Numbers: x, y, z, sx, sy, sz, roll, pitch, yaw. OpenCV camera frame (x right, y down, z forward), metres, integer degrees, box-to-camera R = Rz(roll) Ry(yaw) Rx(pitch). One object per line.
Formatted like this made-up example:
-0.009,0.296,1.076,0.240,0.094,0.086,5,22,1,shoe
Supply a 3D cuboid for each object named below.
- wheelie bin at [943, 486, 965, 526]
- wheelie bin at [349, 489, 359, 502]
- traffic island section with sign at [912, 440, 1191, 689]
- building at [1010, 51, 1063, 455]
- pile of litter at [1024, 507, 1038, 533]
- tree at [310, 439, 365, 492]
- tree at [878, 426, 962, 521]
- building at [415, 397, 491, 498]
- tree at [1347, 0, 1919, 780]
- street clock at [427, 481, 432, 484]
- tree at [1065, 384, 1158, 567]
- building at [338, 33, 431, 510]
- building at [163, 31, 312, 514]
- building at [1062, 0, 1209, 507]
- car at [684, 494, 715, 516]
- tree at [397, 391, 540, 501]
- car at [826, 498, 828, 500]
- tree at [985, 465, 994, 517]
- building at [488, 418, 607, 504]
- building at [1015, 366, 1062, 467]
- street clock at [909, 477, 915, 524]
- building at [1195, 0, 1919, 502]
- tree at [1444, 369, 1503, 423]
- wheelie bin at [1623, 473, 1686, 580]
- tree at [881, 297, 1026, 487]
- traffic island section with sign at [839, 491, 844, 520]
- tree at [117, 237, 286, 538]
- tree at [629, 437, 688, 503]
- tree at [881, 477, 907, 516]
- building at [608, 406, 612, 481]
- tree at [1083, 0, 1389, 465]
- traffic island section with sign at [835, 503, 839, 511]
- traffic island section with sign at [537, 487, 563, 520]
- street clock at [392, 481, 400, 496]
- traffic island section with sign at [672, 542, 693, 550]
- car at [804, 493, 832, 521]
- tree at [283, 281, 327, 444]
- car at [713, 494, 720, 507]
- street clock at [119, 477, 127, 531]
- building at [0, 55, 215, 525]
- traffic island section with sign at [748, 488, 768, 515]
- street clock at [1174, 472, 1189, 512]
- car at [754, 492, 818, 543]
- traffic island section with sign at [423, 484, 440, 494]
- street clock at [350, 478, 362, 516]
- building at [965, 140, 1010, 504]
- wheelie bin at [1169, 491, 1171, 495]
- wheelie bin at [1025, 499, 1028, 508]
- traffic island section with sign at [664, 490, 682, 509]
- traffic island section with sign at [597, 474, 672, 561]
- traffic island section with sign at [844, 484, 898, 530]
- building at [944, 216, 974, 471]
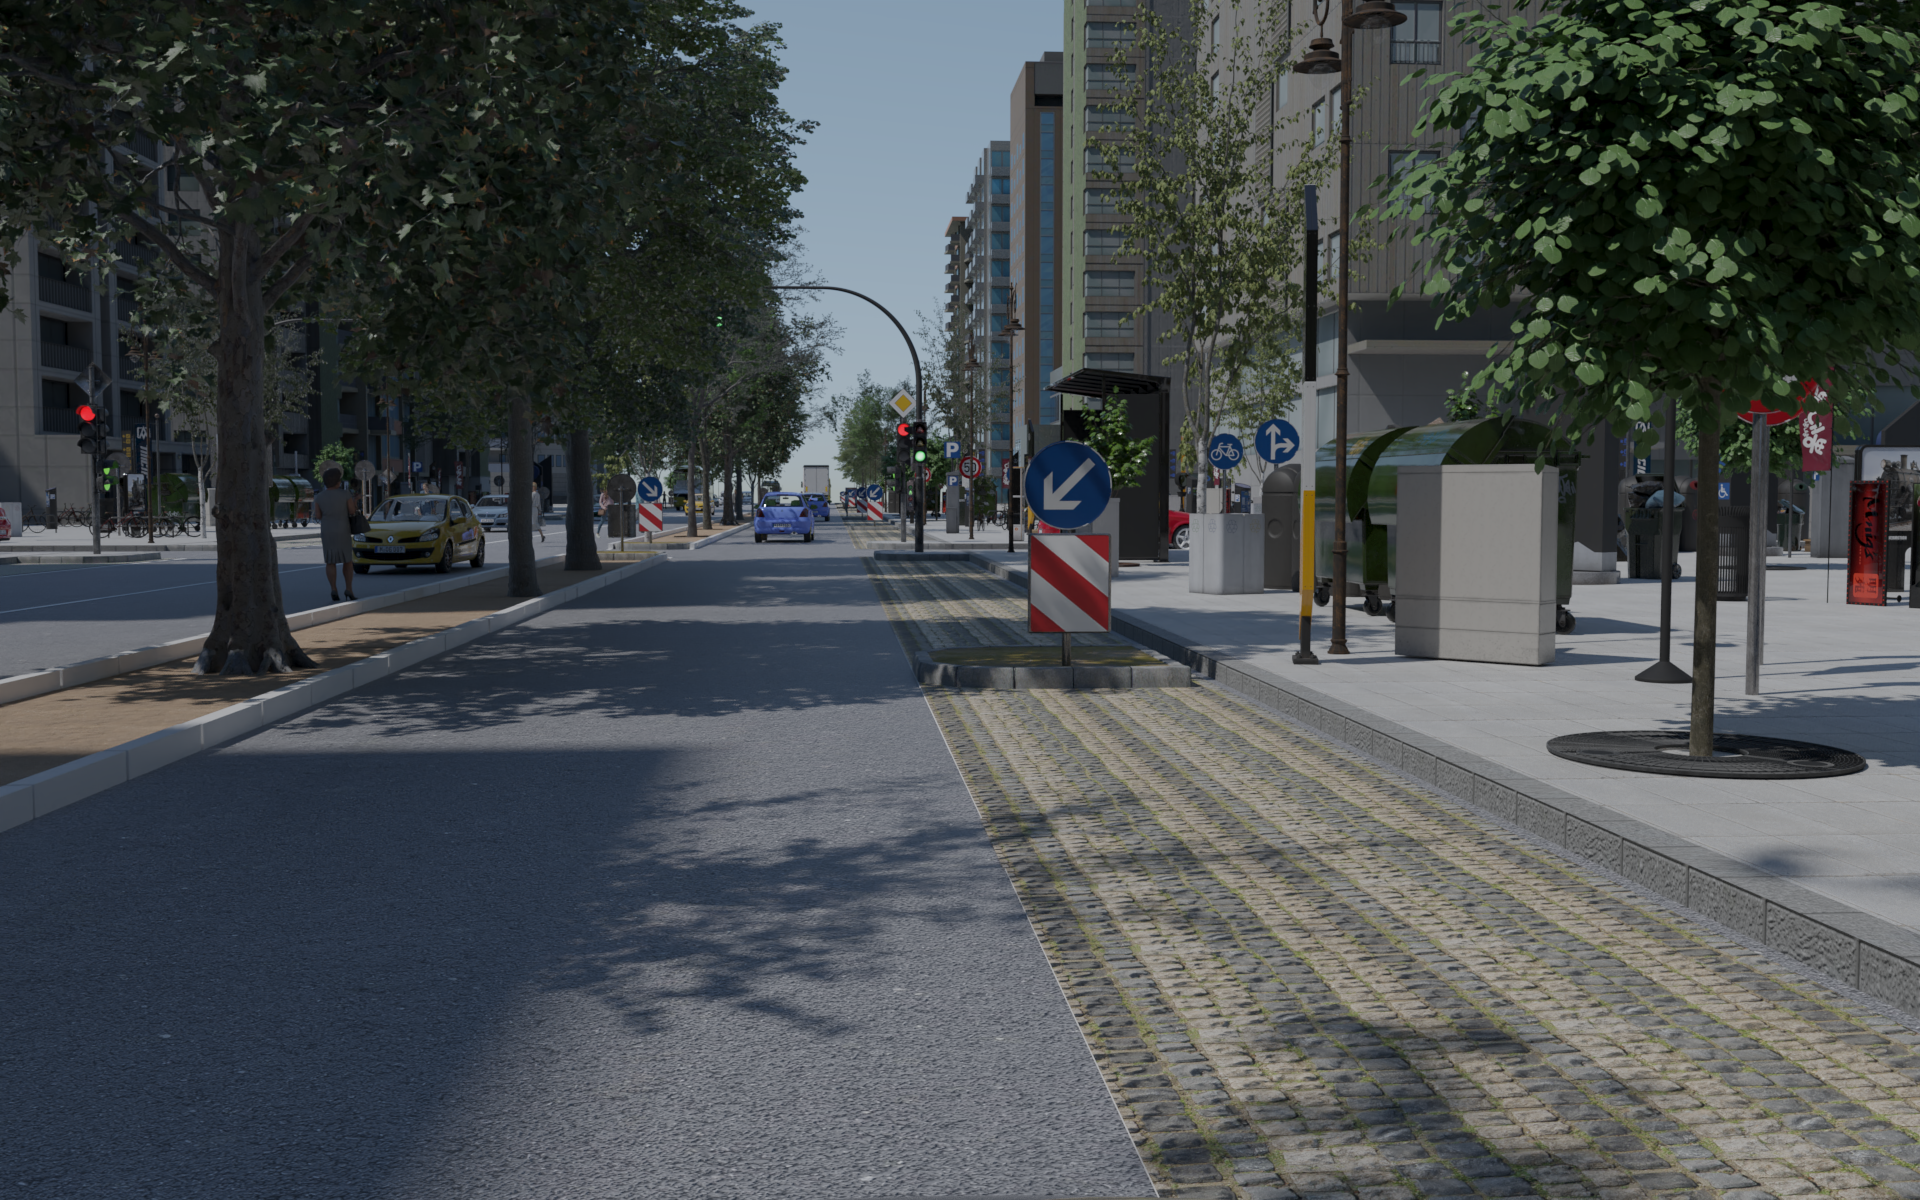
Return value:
-0.116,-3.820,70.371,0.980,1.594,0.693,-2,4,-29,wheelie bin
-41.574,-6.772,118.632,0.693,1.594,0.980,2,4,23,wheelie bin
0.639,-0.304,13.601,1.989,1.847,2.006,0,4,-4,traffic island section with sign
12.711,-32.239,177.225,14.600,45.320,14.200,0,4,-4,building
2.541,-2.661,57.470,1.176,0.858,1.719,3,4,39,pile of litter
-36.666,-7.271,102.590,4.285,4.588,4.351,0,3,0,tree
-1.167,-6.090,83.291,4.285,4.588,4.351,0,3,0,tree
-50.436,-23.383,154.008,14.160,30.474,14.107,0,4,-4,building
3.564,-1.509,8.394,4.285,4.588,4.351,0,3,0,tree
-29.394,-5.566,95.581,0.358,2.002,0.471,2,4,34,street clock
2.776,-2.201,30.592,1.663,3.219,1.824,0,3,0,tree
-53.431,-29.166,131.487,22.147,44.769,28.867,0,4,-4,building
-47.034,-20.434,105.794,14.160,30.474,14.107,0,4,-4,building
14.565,-27.396,131.518,14.154,41.232,14.086,0,4,-4,building
-17.460,-6.483,116.224,2.015,1.641,3.980,0,4,-3,car
-24.153,-9.230,85.324,7.601,10.594,8.767,0,4,-6,tree
-12.970,-9.077,157.997,1.945,1.707,3.694,0,4,-6,car
1.183,-6.286,97.377,1.663,3.219,1.824,0,3,0,tree
-59.106,-41.972,228.241,21.231,58.520,28.212,0,4,-4,building
17.670,-51.440,153.717,22.319,86.520,31.000,0,4,-4,building
-2.085,-4.315,75.128,0.358,2.002,0.471,0,4,-4,street clock
26.114,-29.816,76.727,27.495,52.752,28.713,0,4,-4,building
7.874,-1.991,27.149,1.663,3.219,1.824,0,3,0,tree
10.504,-1.119,26.200,0.693,1.594,0.980,-2,4,-33,wheelie bin
0.017,-6.984,64.544,4.360,8.622,3.978,0,3,0,tree
-5.521,-5.325,95.688,1.989,1.847,2.006,0,4,-4,traffic island section with sign
-21.828,-6.075,49.681,4.360,8.622,3.978,0,3,0,tree
-31.253,-15.012,179.864,8.767,10.594,7.601,-1,4,-14,tree
-3.354,-6.514,101.111,1.663,3.219,1.824,0,3,0,tree
-57.865,-29.282,250.465,14.160,30.474,14.107,0,4,-4,building
3.638,-4.527,24.386,4.737,8.622,4.395,0,3,0,tree
-9.201,-8.313,144.552,1.989,1.847,2.006,0,4,-4,traffic island section with sign
-22.773,-5.260,94.636,1.989,1.847,2.006,0,4,-4,traffic island section with sign
-32.188,-5.766,98.847,0.471,2.002,0.358,3,5,40,street clock
-8.043,-2.279,45.393,2.006,1.907,1.989,0,4,-4,traffic island section with sign
-7.780,-5.044,92.061,1.945,1.707,3.694,0,4,-3,car
-22.586,-6.446,55.752,4.360,8.622,3.978,0,3,0,tree
-27.217,-10.967,189.092,2.009,1.686,4.222,0,4,-6,car
-29.062,-3.405,60.241,0.471,2.002,0.358,-2,4,-34,street clock
-46.923,-39.200,79.177,20.563,71.187,20.611,0,4,-4,building
-13.681,-6.861,120.321,2.006,1.907,1.989,0,4,-4,traffic island section with sign
7.406,-3.257,57.827,0.471,2.002,0.358,-2,4,-32,street clock
-5.298,-2.623,52.484,1.945,1.707,3.694,0,4,-3,car
-20.753,-3.616,67.756,1.989,1.847,2.006,0,4,-4,traffic island section with sign
-26.700,-4.406,76.604,0.471,2.002,0.358,1,4,22,street clock
12.421,-37.721,236.347,23.786,49.044,30.456,0,4,-4,building
9.894,-4.676,84.367,0.693,1.594,0.980,1,4,22,wheelie bin
2.517,-3.884,71.418,0.980,1.594,0.693,-3,5,-44,wheelie bin
-28.547,-9.966,171.576,1.989,1.847,2.006,0,4,-4,traffic island section with sign
-7.498,-1.827,38.006,2.006,1.907,1.989,0,4,-4,traffic island section with sign
-3.506,-3.674,68.704,1.989,1.847,2.006,0,4,-4,traffic island section with sign
8.989,-37.480,267.414,22.147,44.769,28.867,0,4,-4,building
